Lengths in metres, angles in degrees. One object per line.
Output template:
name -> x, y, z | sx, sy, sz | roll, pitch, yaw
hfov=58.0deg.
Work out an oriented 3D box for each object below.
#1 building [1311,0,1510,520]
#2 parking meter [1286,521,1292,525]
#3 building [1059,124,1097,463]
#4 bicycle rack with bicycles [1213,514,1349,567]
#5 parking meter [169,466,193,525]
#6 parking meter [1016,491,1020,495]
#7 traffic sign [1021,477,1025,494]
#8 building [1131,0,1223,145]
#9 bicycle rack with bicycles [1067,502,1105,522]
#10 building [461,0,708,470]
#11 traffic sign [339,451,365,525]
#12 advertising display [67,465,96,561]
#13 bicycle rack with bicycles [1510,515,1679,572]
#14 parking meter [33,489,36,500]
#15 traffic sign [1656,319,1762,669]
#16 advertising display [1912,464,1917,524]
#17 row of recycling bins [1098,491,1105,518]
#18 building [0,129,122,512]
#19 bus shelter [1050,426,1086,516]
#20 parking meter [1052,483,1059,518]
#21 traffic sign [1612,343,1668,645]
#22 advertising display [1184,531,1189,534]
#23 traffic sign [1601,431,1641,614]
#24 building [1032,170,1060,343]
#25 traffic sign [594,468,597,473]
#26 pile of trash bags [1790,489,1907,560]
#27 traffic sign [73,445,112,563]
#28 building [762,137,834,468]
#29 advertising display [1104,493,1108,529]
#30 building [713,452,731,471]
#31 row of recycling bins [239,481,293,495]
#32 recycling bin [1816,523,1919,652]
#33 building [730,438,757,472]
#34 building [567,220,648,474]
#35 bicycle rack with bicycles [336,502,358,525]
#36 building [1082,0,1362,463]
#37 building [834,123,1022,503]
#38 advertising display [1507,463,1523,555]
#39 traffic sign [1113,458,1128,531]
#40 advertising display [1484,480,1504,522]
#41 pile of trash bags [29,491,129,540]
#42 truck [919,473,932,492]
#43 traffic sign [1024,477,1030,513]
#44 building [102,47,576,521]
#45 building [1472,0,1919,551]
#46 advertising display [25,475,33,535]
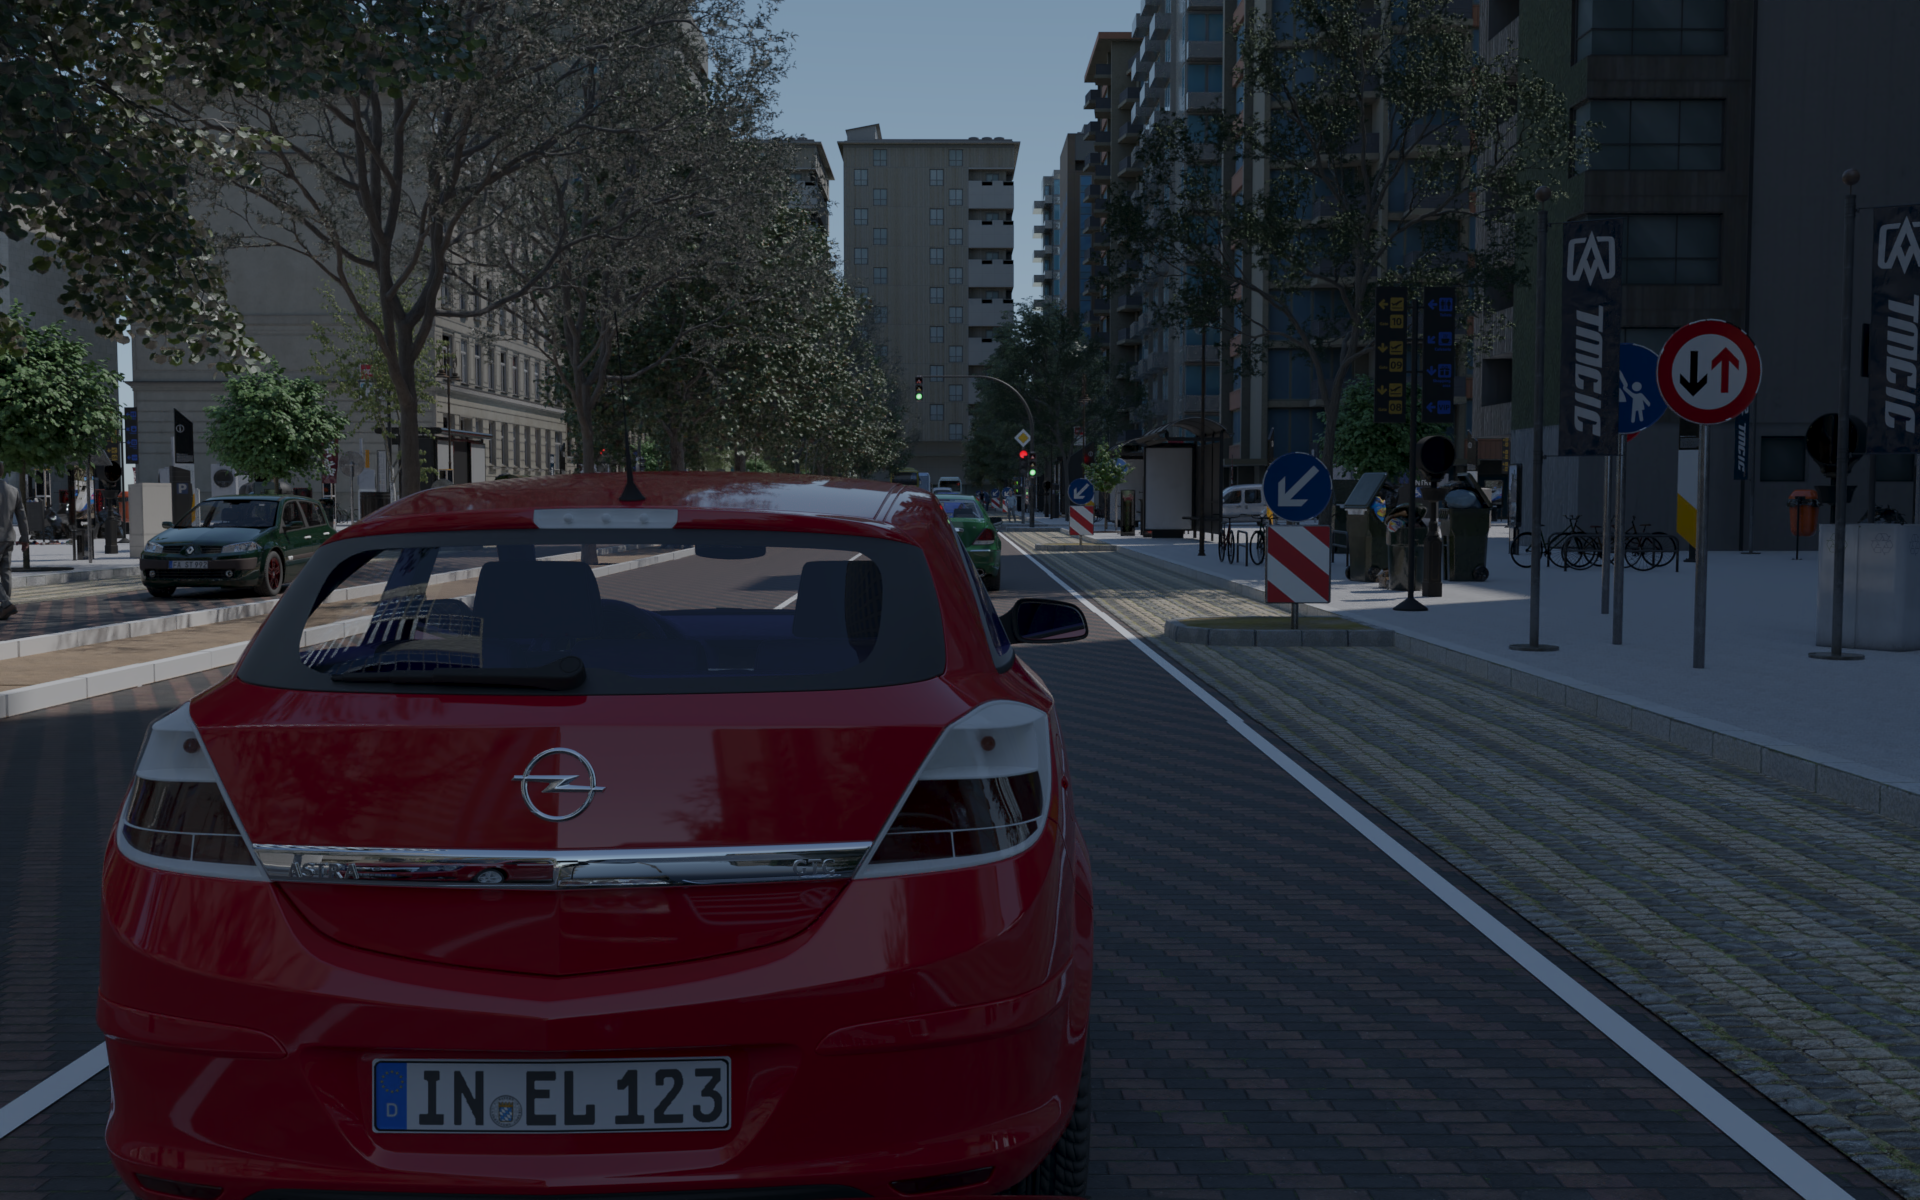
building -> 27.243, -26.861, 93.796 | 28.867, 44.769, 22.147 | 0, 4, 0
parking meter -> 10.255, -2.752, 53.412 | 0.372, 1.533, 0.369 | 0, 3, 0
building -> 19.405, -34.265, 210.347 | 14.600, 45.320, 14.200 | 0, 4, 0
bicycle rack with bicycles -> 5.879, -1.099, 31.347 | 2.852, 0.926, 2.925 | 0, 4, 5
parking meter -> -16.157, -1.850, 35.954 | 0.399, 1.863, 0.255 | -3, 5, -41
parking meter -> 4.553, -7.821, 136.283 | 0.372, 1.533, 0.369 | 0, 3, 0
traffic sign -> 4.611, -7.622, 124.729 | 0.768, 2.556, 0.104 | 0, 4, 3
building -> 25.131, -31.460, 133.978 | 23.786, 49.044, 30.456 | 0, 4, 0
bicycle rack with bicycles -> 6.431, -4.078, 80.054 | 2.925, 0.926, 2.852 | -2, 4, -34
building -> -35.191, -32.792, 159.851 | 21.300, 48.544, 21.600 | 0, 4, 0
traffic sign -> -17.930, -3.117, 51.069 | 0.768, 2.556, 0.104 | 0, 4, 2
advertising display -> -17.101, -1.745, 33.747 | 0.123, 1.923, 0.974 | 0, 4, -5
bicycle rack with bicycles -> 10.930, -0.991, 29.591 | 2.925, 0.926, 2.852 | 1, 4, 11
parking meter -> -42.773, -4.374, 79.920 | 0.372, 1.533, 0.369 | 0, 3, 0
traffic sign -> 5.448, -0.770, 12.694 | 0.768, 2.556, 0.104 | 0, 4, 0
advertising display -> 20.722, -1.924, 36.676 | 0.974, 1.923, 0.123 | 1, 4, 14
row of recycling bins -> 8.881, -5.291, 93.617 | 3.534, 1.692, 1.069 | -3, 4, -38
building -> -52.923, -14.161, 86.286 | 16.860, 20.320, 10.420 | 0, 4, 0
bus shelter -> 6.388, -7.494, 100.160 | 2.179, 5.291, 8.768 | 0, 4, 0
parking meter -> 5.061, -5.253, 91.599 | 0.255, 1.863, 0.399 | -2, 4, -25
traffic sign -> 5.609, -0.893, 14.701 | 0.768, 2.556, 0.104 | 1, 4, 9
advertising display -> 7.102, -3.086, 55.664 | 0.123, 1.923, 0.974 | -2, 4, -27
traffic sign -> 6.910, -1.123, 18.474 | 0.768, 2.556, 0.104 | 0, 4, 6
building -> 25.733, -38.696, 252.285 | 30.456, 49.044, 23.786 | 0, 4, 0
traffic sign -> -16.360, -4.715, 77.089 | 0.884, 2.594, 0.081 | 0, 4, 0
pile of trash bags -> 17.448, -1.414, 32.879 | 1.912, 1.369, 3.447 | -3, 5, -41
traffic sign -> -16.135, -1.961, 32.065 | 0.884, 2.594, 0.081 | 0, 4, 1
building -> -30.797, -40.699, 254.666 | 27.495, 52.752, 28.713 | 0, 4, 0
advertising display -> 5.362, -3.564, 63.482 | 0.123, 1.923, 0.974 | 0, 4, 4
building -> -31.477, -30.233, 177.904 | 14.154, 41.232, 14.086 | 0, 4, 0
row of recycling bins -> -23.102, -3.085, 57.545 | 1.069, 1.692, 3.534 | -3, 4, -39
recycling bin -> 7.702, -0.120, 14.508 | 0.722, 1.027, 0.722 | -3, 4, -36
building -> -39.148, -21.996, 204.672 | 28.899, 21.520, 27.650 | 0, 4, 0
building -> -31.378, -19.034, 130.295 | 14.460, 24.649, 34.723 | 0, 4, 0
bicycle rack with bicycles -> -27.541, -3.796, 75.441 | 2.925, 0.926, 2.852 | -2, 4, -24
building -> 23.135, -31.174, 164.318 | 22.147, 44.769, 28.867 | 0, 4, 0
building -> -3.301, -40.693, 254.561 | 27.495, 52.752, 28.713 | 0, 4, 0
advertising display -> 11.759, -1.927, 36.719 | 0.123, 1.923, 0.974 | 0, 4, 7
traffic sign -> 5.480, -3.704, 60.673 | 0.768, 2.556, 0.104 | 0, 4, 5
advertising display -> 24.823, -4.607, 80.544 | 0.123, 1.923, 0.974 | -3, 5, -39
pile of trash bags -> -24.969, -2.459, 49.962 | 1.912, 1.369, 3.447 | 1, 4, 12
truck -> -5.202, -13.709, 213.898 | 2.967, 4.110, 18.799 | 0, 4, 1
traffic sign -> 4.727, -7.350, 120.279 | 0.768, 2.556, 0.104 | 0, 3, 0
building -> -32.456, -16.120, 96.849 | 16.112, 22.955, 30.059 | 0, 4, 0
building -> 20.884, -16.715, 44.992 | 14.160, 30.474, 14.107 | 0, 4, 0
advertising display -> -29.220, -3.003, 54.319 | 0.123, 1.923, 0.974 | -3, 4, -37
